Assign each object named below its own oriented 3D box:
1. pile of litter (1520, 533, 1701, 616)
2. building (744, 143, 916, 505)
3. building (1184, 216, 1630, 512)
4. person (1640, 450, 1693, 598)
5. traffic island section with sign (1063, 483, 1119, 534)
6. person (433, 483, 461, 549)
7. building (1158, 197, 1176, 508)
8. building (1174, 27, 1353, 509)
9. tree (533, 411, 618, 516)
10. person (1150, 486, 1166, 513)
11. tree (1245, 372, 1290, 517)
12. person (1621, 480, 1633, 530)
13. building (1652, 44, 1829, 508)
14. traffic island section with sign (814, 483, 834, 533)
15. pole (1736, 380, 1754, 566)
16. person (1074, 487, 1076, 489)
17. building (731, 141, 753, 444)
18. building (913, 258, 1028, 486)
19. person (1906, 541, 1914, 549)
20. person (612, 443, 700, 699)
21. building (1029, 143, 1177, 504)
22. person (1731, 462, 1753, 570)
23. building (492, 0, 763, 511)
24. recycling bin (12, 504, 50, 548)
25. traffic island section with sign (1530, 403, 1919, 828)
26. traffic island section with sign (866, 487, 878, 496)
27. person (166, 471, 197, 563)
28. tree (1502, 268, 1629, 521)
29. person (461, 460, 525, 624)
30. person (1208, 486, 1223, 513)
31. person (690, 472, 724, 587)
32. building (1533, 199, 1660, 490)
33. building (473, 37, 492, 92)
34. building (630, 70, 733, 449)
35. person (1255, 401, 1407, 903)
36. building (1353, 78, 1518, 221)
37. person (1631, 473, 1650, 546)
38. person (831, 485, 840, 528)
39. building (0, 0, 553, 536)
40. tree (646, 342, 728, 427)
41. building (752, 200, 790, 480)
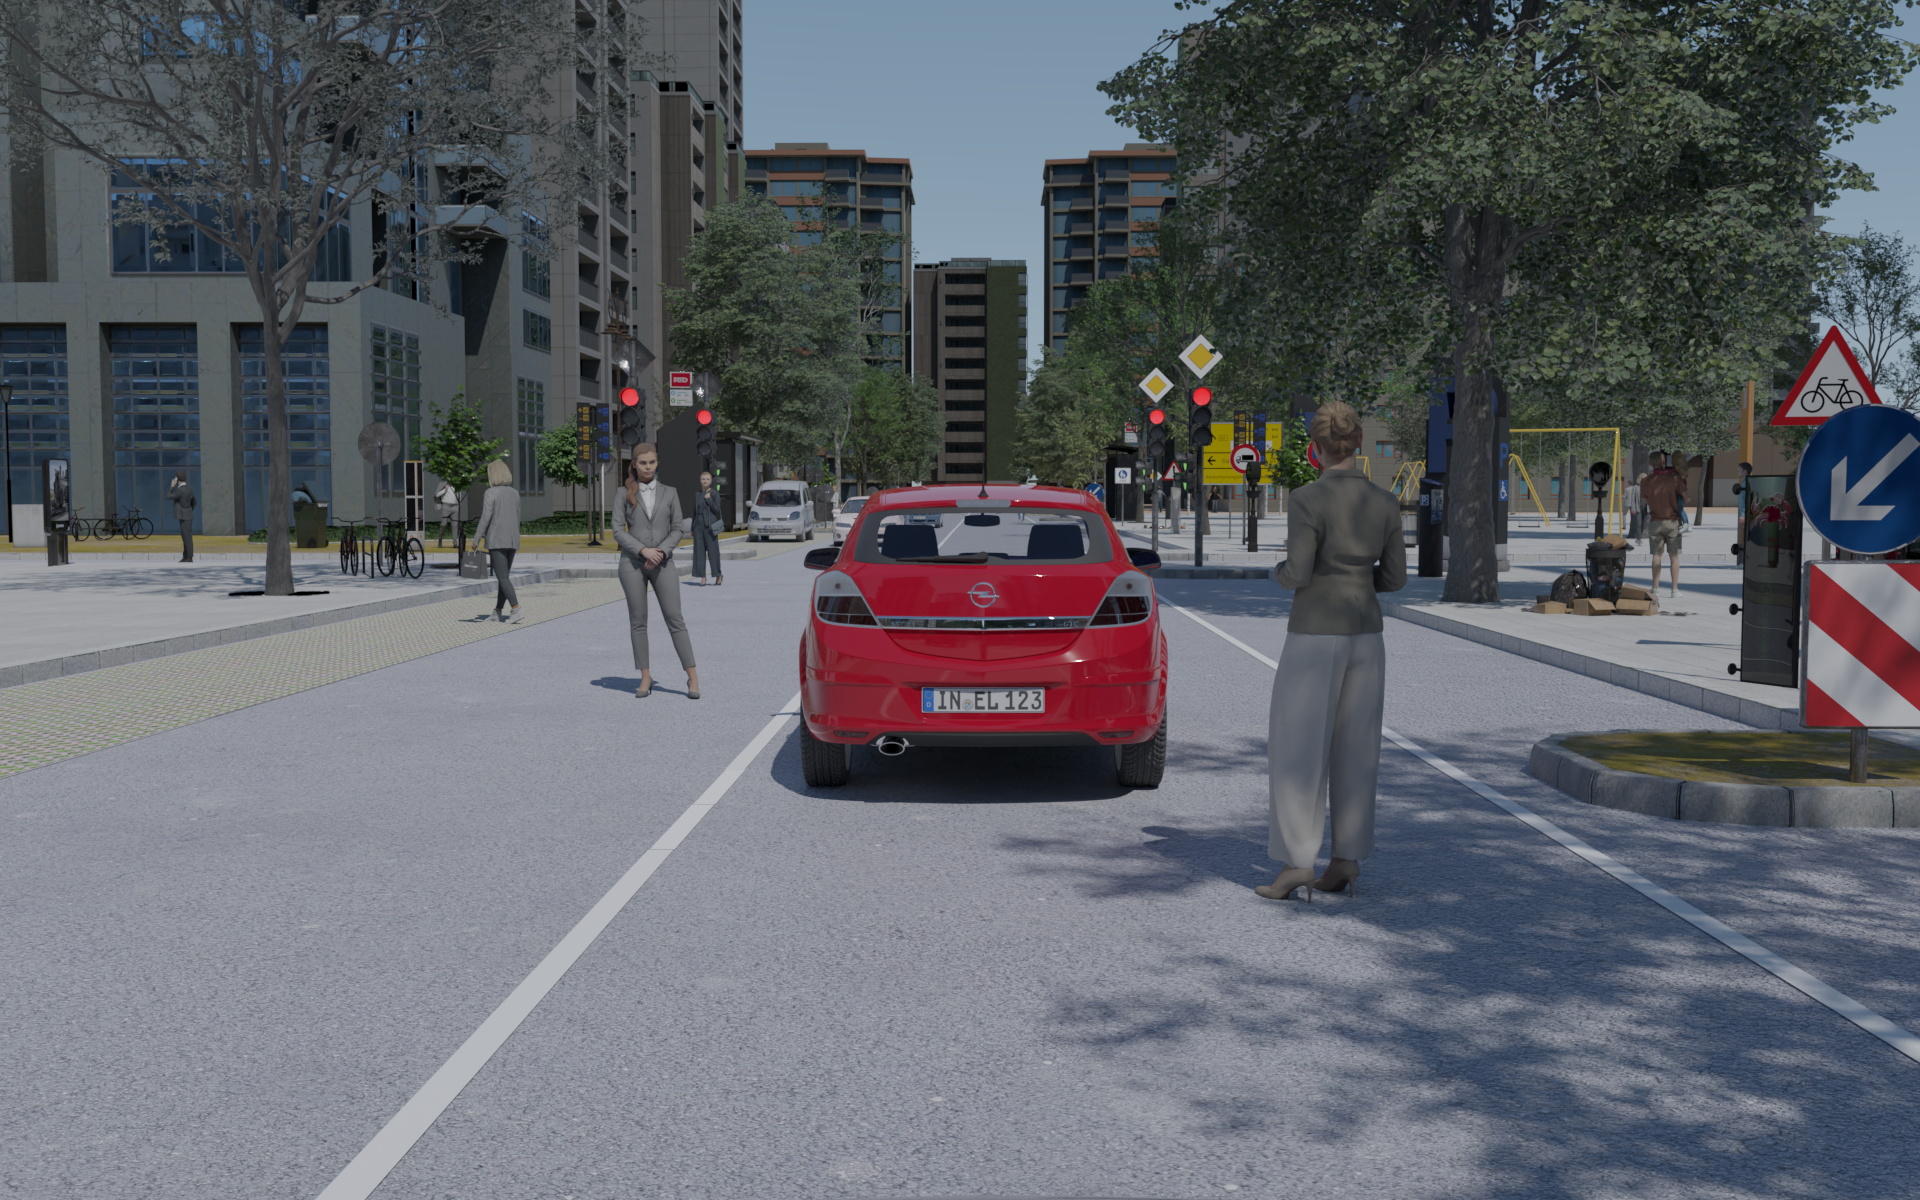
[{"bbox_3d":[6.972,-0.283,18.594,1.719,0.858,1.176,3,4,36],"label":"pile of litter"},{"bbox_3d":[-20.308,-34.501,218.707,28.867,44.769,22.147,0,4,1],"label":"building"},{"bbox_3d":[33.036,-17.731,134.943,27.650,21.520,28.899,0,4,1],"label":"building"},{"bbox_3d":[8.789,-0.946,21.483,0.580,1.828,0.573,-1,4,-18],"label":"person"},{"bbox_3d":[4.756,-3.340,63.230,1.989,1.847,2.006,0,4,1],"label":"traffic island section with sign"},{"bbox_3d":[-12.113,-2.128,40.938,0.679,1.850,0.850,-3,5,-44],"label":"person"},{"bbox_3d":[26.415,-24.402,170.674,14.160,30.474,14.107,0,4,1],"label":"building"},{"bbox_3d":[26.269,-28.887,155.901,14.154,41.232,14.086,0,4,1],"label":"building"},{"bbox_3d":[-15.327,-5.225,69.135,4.285,4.588,4.351,0,3,0],"label":"tree"},{"bbox_3d":[13.744,-6.945,119.680,1.350,1.814,0.705,-2,4,-28],"label":"person"},{"bbox_3d":[19.101,-9.251,101.615,4.737,8.622,4.395,0,3,0],"label":"tree"},{"bbox_3d":[24.119,-3.440,62.485,0.606,1.804,0.583,-1,4,-13],"label":"person"},{"bbox_3d":[74.330,-31.824,170.440,14.200,45.320,14.600,0,4,1],"label":"building"},{"bbox_3d":[-4.949,-3.393,64.107,1.989,1.847,2.006,0,4,1],"label":"traffic island section with sign"},{"bbox_3d":[14.006,-2.265,30.879,0.158,3.312,0.155,0,3,0],"label":"pole"},{"bbox_3d":[7.398,-6.428,111.566,0.576,1.772,0.534,3,4,39],"label":"person"},{"bbox_3d":[-24.621,-22.278,135.953,14.160,30.474,14.107,0,4,1],"label":"building"},{"bbox_3d":[1.254,-27.086,214.560,14.107,30.474,14.160,0,4,1],"label":"building"},{"bbox_3d":[8.801,-0.633,16.244,0.661,1.843,0.795,-1,4,-9],"label":"person"},{"bbox_3d":[-2.136,-0.207,12.158,0.520,1.790,0.573,-2,4,-33],"label":"person"},{"bbox_3d":[23.156,-34.516,218.962,28.867,44.769,22.147,0,4,1],"label":"building"},{"bbox_3d":[13.345,-1.414,29.180,0.620,1.820,0.660,2,4,25],"label":"person"},{"bbox_3d":[-27.676,-43.672,152.292,20.563,71.187,20.611,0,4,1],"label":"building"},{"bbox_3d":[-22.356,-1.788,41.795,0.722,1.027,0.722,-1,4,-8],"label":"recycling bin"},{"bbox_3d":[3.906,0.015,8.379,1.989,1.847,2.006,0,4,1],"label":"traffic island section with sign"},{"bbox_3d":[-4.537,-5.042,91.063,1.989,1.847,2.006,0,4,1],"label":"traffic island section with sign"},{"bbox_3d":[-15.692,-1.654,34.898,0.474,1.900,0.648,-1,4,-11],"label":"person"},{"bbox_3d":[31.441,-10.590,91.269,7.486,12.596,7.792,0,3,0],"label":"tree"},{"bbox_3d":[-5.091,-0.633,19.040,0.728,1.800,0.709,2,4,34],"label":"person"},{"bbox_3d":[17.263,-6.808,117.372,1.348,1.822,0.705,-3,4,-38],"label":"person"},{"bbox_3d":[-3.955,-1.106,27.005,0.576,1.772,0.534,0,4,5],"label":"person"},{"bbox_3d":[59.632,-24.396,170.583,14.107,30.474,14.160,0,4,1],"label":"building"},{"bbox_3d":[-28.376,-40.564,101.467,20.563,71.187,20.611,0,4,1],"label":"building"},{"bbox_3d":[-24.405,-21.417,121.866,14.160,30.474,14.107,0,4,1],"label":"building"},{"bbox_3d":[1.318,0.175,6.195,0.519,1.759,0.362,-1,4,-21],"label":"person"},{"bbox_3d":[45.529,-29.747,169.957,14.086,41.232,14.154,0,4,1],"label":"building"},{"bbox_3d":[16.913,-2.237,42.808,0.709,1.800,0.728,0,4,0],"label":"person"},{"bbox_3d":[-4.960,-3.692,69.225,0.624,1.780,0.694,-1,4,-18],"label":"person"},{"bbox_3d":[-29.087,-46.070,65.910,22.319,86.520,31.000,0,4,1],"label":"building"},{"bbox_3d":[-12.652,-8.060,82.141,4.360,8.622,3.978,0,3,0],"label":"tree"},{"bbox_3d":[-24.248,-24.486,172.051,14.107,30.474,14.160,0,4,1],"label":"building"}]
